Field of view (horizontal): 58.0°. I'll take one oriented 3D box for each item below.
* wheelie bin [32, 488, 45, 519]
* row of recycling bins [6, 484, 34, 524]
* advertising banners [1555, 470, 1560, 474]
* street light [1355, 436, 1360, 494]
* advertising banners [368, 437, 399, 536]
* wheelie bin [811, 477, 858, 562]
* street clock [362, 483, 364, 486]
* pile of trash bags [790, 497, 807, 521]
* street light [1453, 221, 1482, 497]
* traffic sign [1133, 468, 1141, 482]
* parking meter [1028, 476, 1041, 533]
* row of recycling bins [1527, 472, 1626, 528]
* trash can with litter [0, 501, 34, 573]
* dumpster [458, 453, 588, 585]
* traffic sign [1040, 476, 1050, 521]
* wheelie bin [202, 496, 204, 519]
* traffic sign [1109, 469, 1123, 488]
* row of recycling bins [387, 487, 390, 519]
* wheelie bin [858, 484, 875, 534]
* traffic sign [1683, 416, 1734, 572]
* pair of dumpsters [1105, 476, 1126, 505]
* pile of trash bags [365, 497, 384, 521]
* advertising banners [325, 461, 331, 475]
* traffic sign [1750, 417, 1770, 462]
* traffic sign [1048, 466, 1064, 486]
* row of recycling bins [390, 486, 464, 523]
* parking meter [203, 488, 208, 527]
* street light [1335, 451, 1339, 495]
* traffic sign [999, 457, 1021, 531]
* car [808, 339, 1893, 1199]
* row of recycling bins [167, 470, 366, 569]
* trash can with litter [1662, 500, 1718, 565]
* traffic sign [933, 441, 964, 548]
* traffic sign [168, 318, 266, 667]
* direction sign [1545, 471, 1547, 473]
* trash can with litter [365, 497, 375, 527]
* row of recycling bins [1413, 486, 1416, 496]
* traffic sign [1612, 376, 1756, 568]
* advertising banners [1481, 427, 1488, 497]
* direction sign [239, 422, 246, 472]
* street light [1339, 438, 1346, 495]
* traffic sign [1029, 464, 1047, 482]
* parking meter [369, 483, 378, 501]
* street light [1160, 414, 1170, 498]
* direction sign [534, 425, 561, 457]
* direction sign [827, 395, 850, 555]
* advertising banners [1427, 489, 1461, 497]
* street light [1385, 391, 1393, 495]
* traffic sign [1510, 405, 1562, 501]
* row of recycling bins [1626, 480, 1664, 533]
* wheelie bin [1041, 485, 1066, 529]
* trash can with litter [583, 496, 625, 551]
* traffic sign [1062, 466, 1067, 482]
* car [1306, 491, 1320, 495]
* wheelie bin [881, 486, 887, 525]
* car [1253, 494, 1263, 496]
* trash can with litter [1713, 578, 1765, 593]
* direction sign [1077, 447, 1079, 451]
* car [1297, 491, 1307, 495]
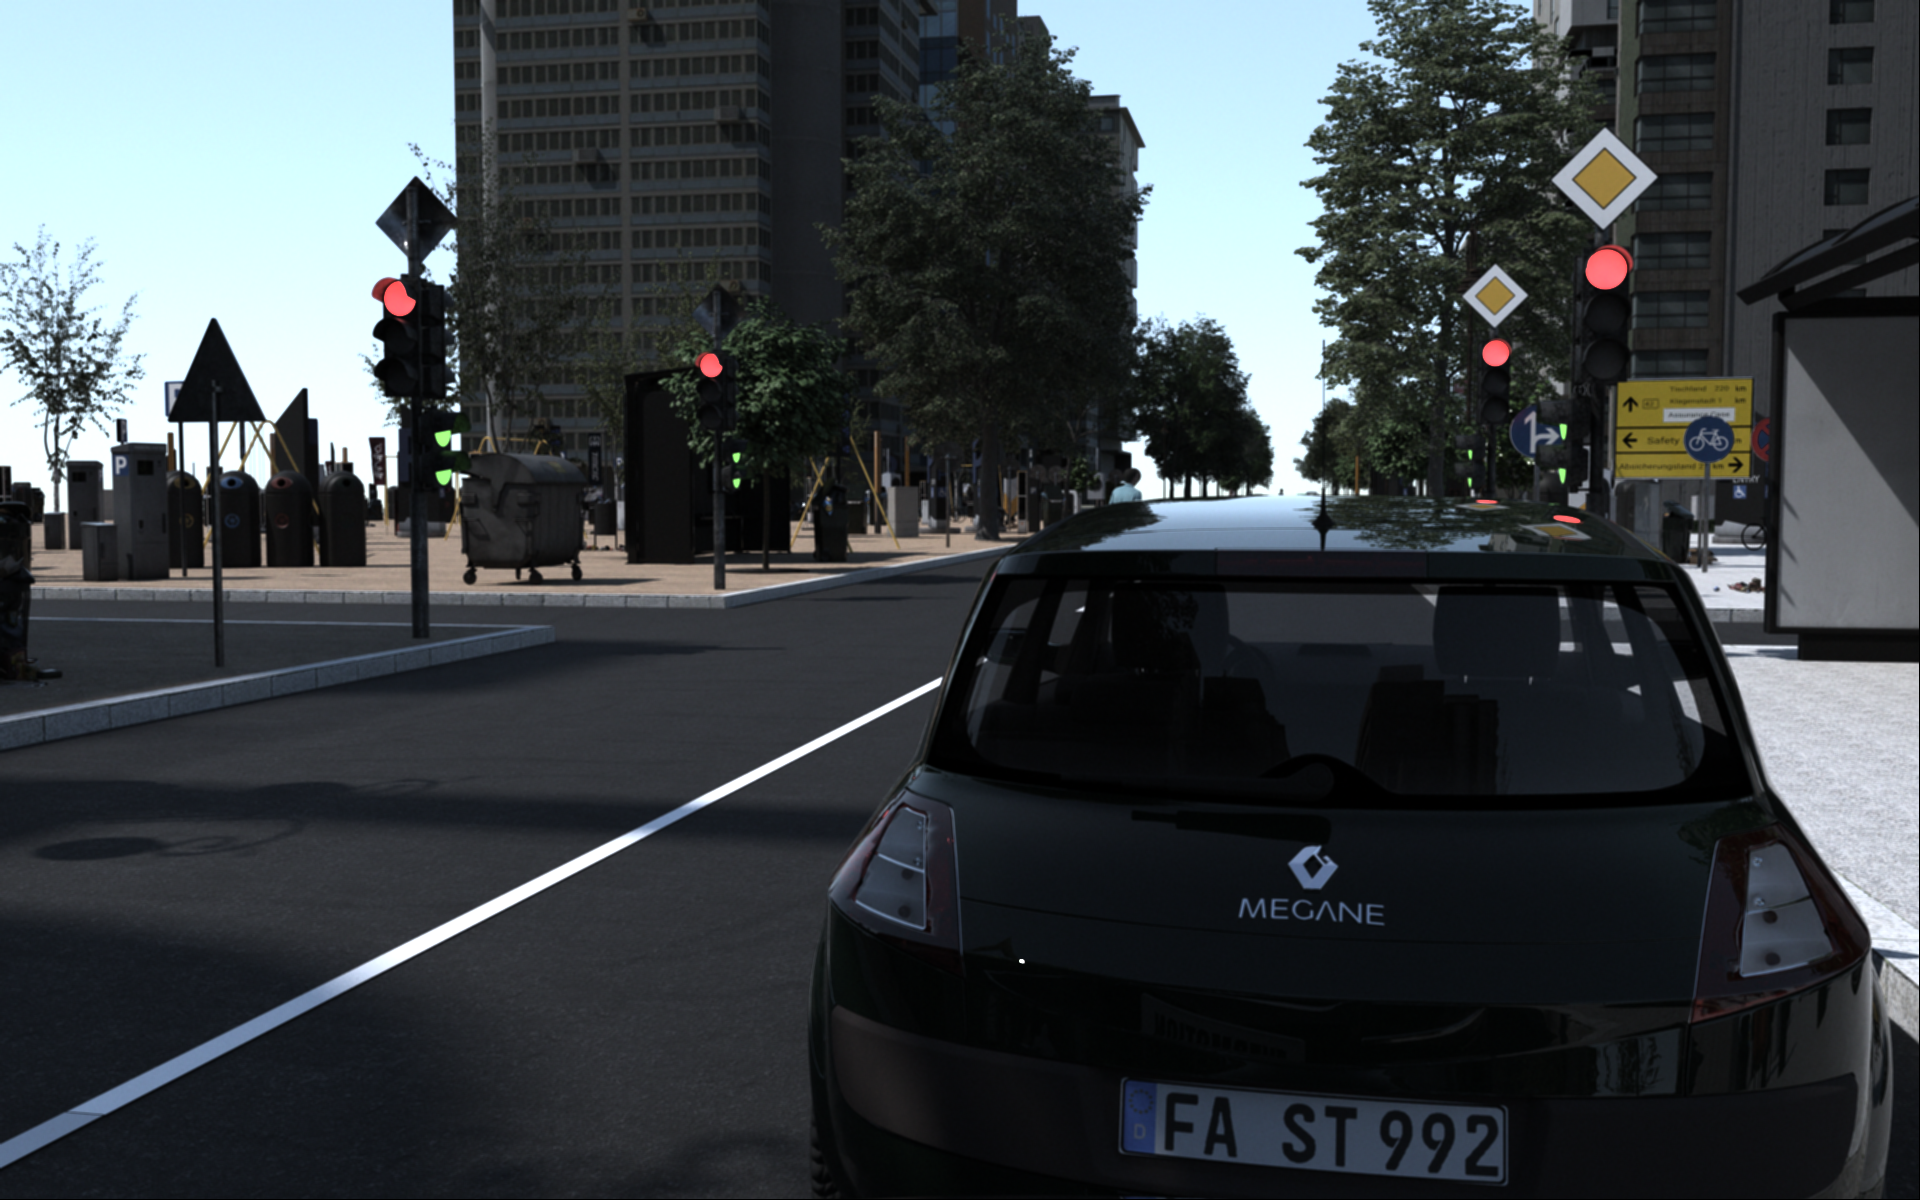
[{"bbox_3d":[-46.662,-4.866,87.463,0.693,1.594,0.980,1,4,22],"label":"wheelie bin"},{"bbox_3d":[-39.861,-4.008,72.637,1.069,1.692,3.534,-1,4,-11],"label":"row of recycling bins"},{"bbox_3d":[23.083,-4.172,64.399,2.074,3.025,0.090,1,4,12],"label":"advertising banners"},{"bbox_3d":[23.723,-8.015,103.826,0.468,5.910,1.993,1,4,11],"label":"street light"},{"bbox_3d":[-17.042,-3.472,52.957,2.074,3.025,0.090,0,4,3],"label":"advertising banners"},{"bbox_3d":[-2.452,-1.535,33.006,0.693,1.594,0.980,-1,4,-16],"label":"wheelie bin"},{"bbox_3d":[-36.531,-6.166,105.390,0.471,2.002,0.358,-2,4,-32],"label":"street clock"},{"bbox_3d":[-8.771,-4.530,83.823,3.447,1.369,1.912,3,4,37],"label":"pile of trash bags"},{"bbox_3d":[8.711,-3.477,29.634,0.468,5.910,1.993,1,4,11],"label":"street light"},{"bbox_3d":[8.439,-5.158,84.434,0.768,2.556,0.104,1,4,18],"label":"traffic sign"},{"bbox_3d":[2.479,-3.169,57.519,0.399,1.863,0.255,1,4,17],"label":"parking meter"},{"bbox_3d":[12.081,-1.658,34.225,1.069,1.692,3.534,2,4,35],"label":"row of recycling bins"},{"bbox_3d":[-14.722,-0.946,26.855,0.624,1.170,1.055,-2,4,-27],"label":"trash can with litter"},{"bbox_3d":[-6.320,-1.180,25.059,1.264,1.857,1.865,1,4,11],"label":"dumpster"},{"bbox_3d":[3.838,-5.039,82.389,0.884,2.594,0.081,1,4,20],"label":"traffic sign"},{"bbox_3d":[-37.200,-4.667,84.221,0.980,1.594,0.693,0,4,-4],"label":"wheelie bin"},{"bbox_3d":[7.940,-5.395,88.320,0.768,2.556,0.104,1,4,16],"label":"traffic sign"},{"bbox_3d":[-27.834,-4.891,87.076,1.069,1.692,3.534,-3,5,-44],"label":"row of recycling bins"},{"bbox_3d":[-3.309,-2.892,55.195,0.980,1.594,0.693,1,4,13],"label":"wheelie bin"},{"bbox_3d":[12.197,-1.724,28.286,0.768,2.556,0.104,1,4,13],"label":"traffic sign"},{"bbox_3d":[8.297,-5.515,92.666,1.574,2.255,4.437,1,4,12],"label":"pair of dumpsters"},{"bbox_3d":[-28.806,-4.500,83.321,1.912,1.369,3.447,-1,4,-11],"label":"pile of trash bags"},{"bbox_3d":[-32.435,-5.813,91.236,2.074,3.025,0.090,0,4,6],"label":"advertising banners"},{"bbox_3d":[13.254,-1.719,28.212,0.768,2.556,0.104,1,4,12],"label":"traffic sign"},{"bbox_3d":[4.272,-4.724,77.337,0.768,2.556,0.104,1,4,17],"label":"traffic sign"},{"bbox_3d":[-23.290,-4.272,76.967,3.534,1.692,1.069,-2,4,-25],"label":"row of recycling bins"},{"bbox_3d":[-29.733,-3.679,68.559,0.372,1.533,0.369,0,3,0],"label":"parking meter"},{"bbox_3d":[37.018,-12.008,169.117,0.468,5.910,1.993,1,4,11],"label":"street light"},{"bbox_3d":[1.727,-3.679,60.251,0.768,2.556,0.104,1,4,15],"label":"traffic sign"},{"bbox_3d":[0.929,0.333,4.345,2.009,1.686,4.222,1,4,13],"label":"car"},{"bbox_3d":[-12.289,-1.426,30.434,3.534,1.692,1.069,-1,4,-12],"label":"row of recycling bins"},{"bbox_3d":[13.386,-1.247,31.778,0.624,1.170,1.055,-2,4,-35],"label":"trash can with litter"},{"bbox_3d":[-0.288,-2.532,41.505,0.768,2.556,0.104,1,4,15],"label":"traffic sign"},{"bbox_3d":[-5.510,-0.784,12.816,0.884,2.594,0.081,1,4,19],"label":"traffic sign"},{"bbox_3d":[15.714,-3.331,46.467,0.876,3.537,0.379,-2,4,-26],"label":"direction sign"},{"bbox_3d":[-23.864,-3.478,67.921,1.678,1.210,2.233,3,5,41],"label":"trash can with litter"},{"bbox_3d":[23.985,-5.162,91.511,1.069,1.692,3.534,2,4,31],"label":"row of recycling bins"},{"bbox_3d":[12.602,-2.224,30.238,2.265,3.308,0.079,1,4,19],"label":"traffic sign"},{"bbox_3d":[9.579,-2.163,31.549,0.090,3.025,2.074,1,4,19],"label":"advertising banners"},{"bbox_3d":[-15.858,-2.833,38.313,0.379,3.537,0.876,-2,4,-28],"label":"direction sign"},{"bbox_3d":[30.314,-10.003,136.339,0.468,5.910,1.993,1,4,11],"label":"street light"},{"bbox_3d":[3.308,-4.510,73.852,0.768,2.556,0.104,1,4,15],"label":"traffic sign"},{"bbox_3d":[-31.384,-5.318,92.658,0.399,1.863,0.255,-1,4,-9],"label":"parking meter"},{"bbox_3d":[11.664,-7.702,98.707,0.468,5.910,1.993,1,4,11],"label":"street light"},{"bbox_3d":[-13.614,-3.990,57.238,0.876,3.537,0.379,-2,4,-32],"label":"direction sign"},{"bbox_3d":[-2.549,-2.719,36.452,0.379,3.537,0.876,2,4,28],"label":"direction sign"},{"bbox_3d":[15.061,-3.462,52.790,2.074,3.025,0.090,-2,4,-27],"label":"advertising banners"},{"bbox_3d":[15.260,-5.449,61.883,0.468,5.910,1.993,1,4,11],"label":"street light"},{"bbox_3d":[8.260,-1.511,24.817,0.768,2.556,0.104,1,4,16],"label":"traffic sign"},{"bbox_3d":[18.323,-2.435,46.923,1.069,1.692,3.534,1,4,14],"label":"row of recycling bins"},{"bbox_3d":[3.370,-3.412,63.698,0.980,1.594,0.693,-1,4,-21],"label":"wheelie bin"},{"bbox_3d":[-7.689,-1.721,39.199,2.233,1.210,1.678,1,4,9],"label":"trash can with litter"},{"bbox_3d":[4.861,-4.768,78.060,0.768,2.556,0.104,1,4,14],"label":"traffic sign"},{"bbox_3d":[49.388,-14.350,243.300,2.281,1.827,5.304,1,4,10],"label":"car"},{"bbox_3d":[-3.357,-3.875,71.263,0.980,1.594,0.693,1,4,16],"label":"wheelie bin"},{"bbox_3d":[34.185,-11.556,198.728,2.009,1.686,4.222,1,4,12],"label":"car"},{"bbox_3d":[10.800,-0.721,22.845,1.678,1.210,2.233,0,4,8],"label":"trash can with litter"},{"bbox_3d":[5.702,-5.631,84.063,0.379,3.537,0.876,1,4,8],"label":"direction sign"},{"bbox_3d":[43.676,-12.996,221.285,1.959,1.807,4.718,1,4,13],"label":"car"}]
